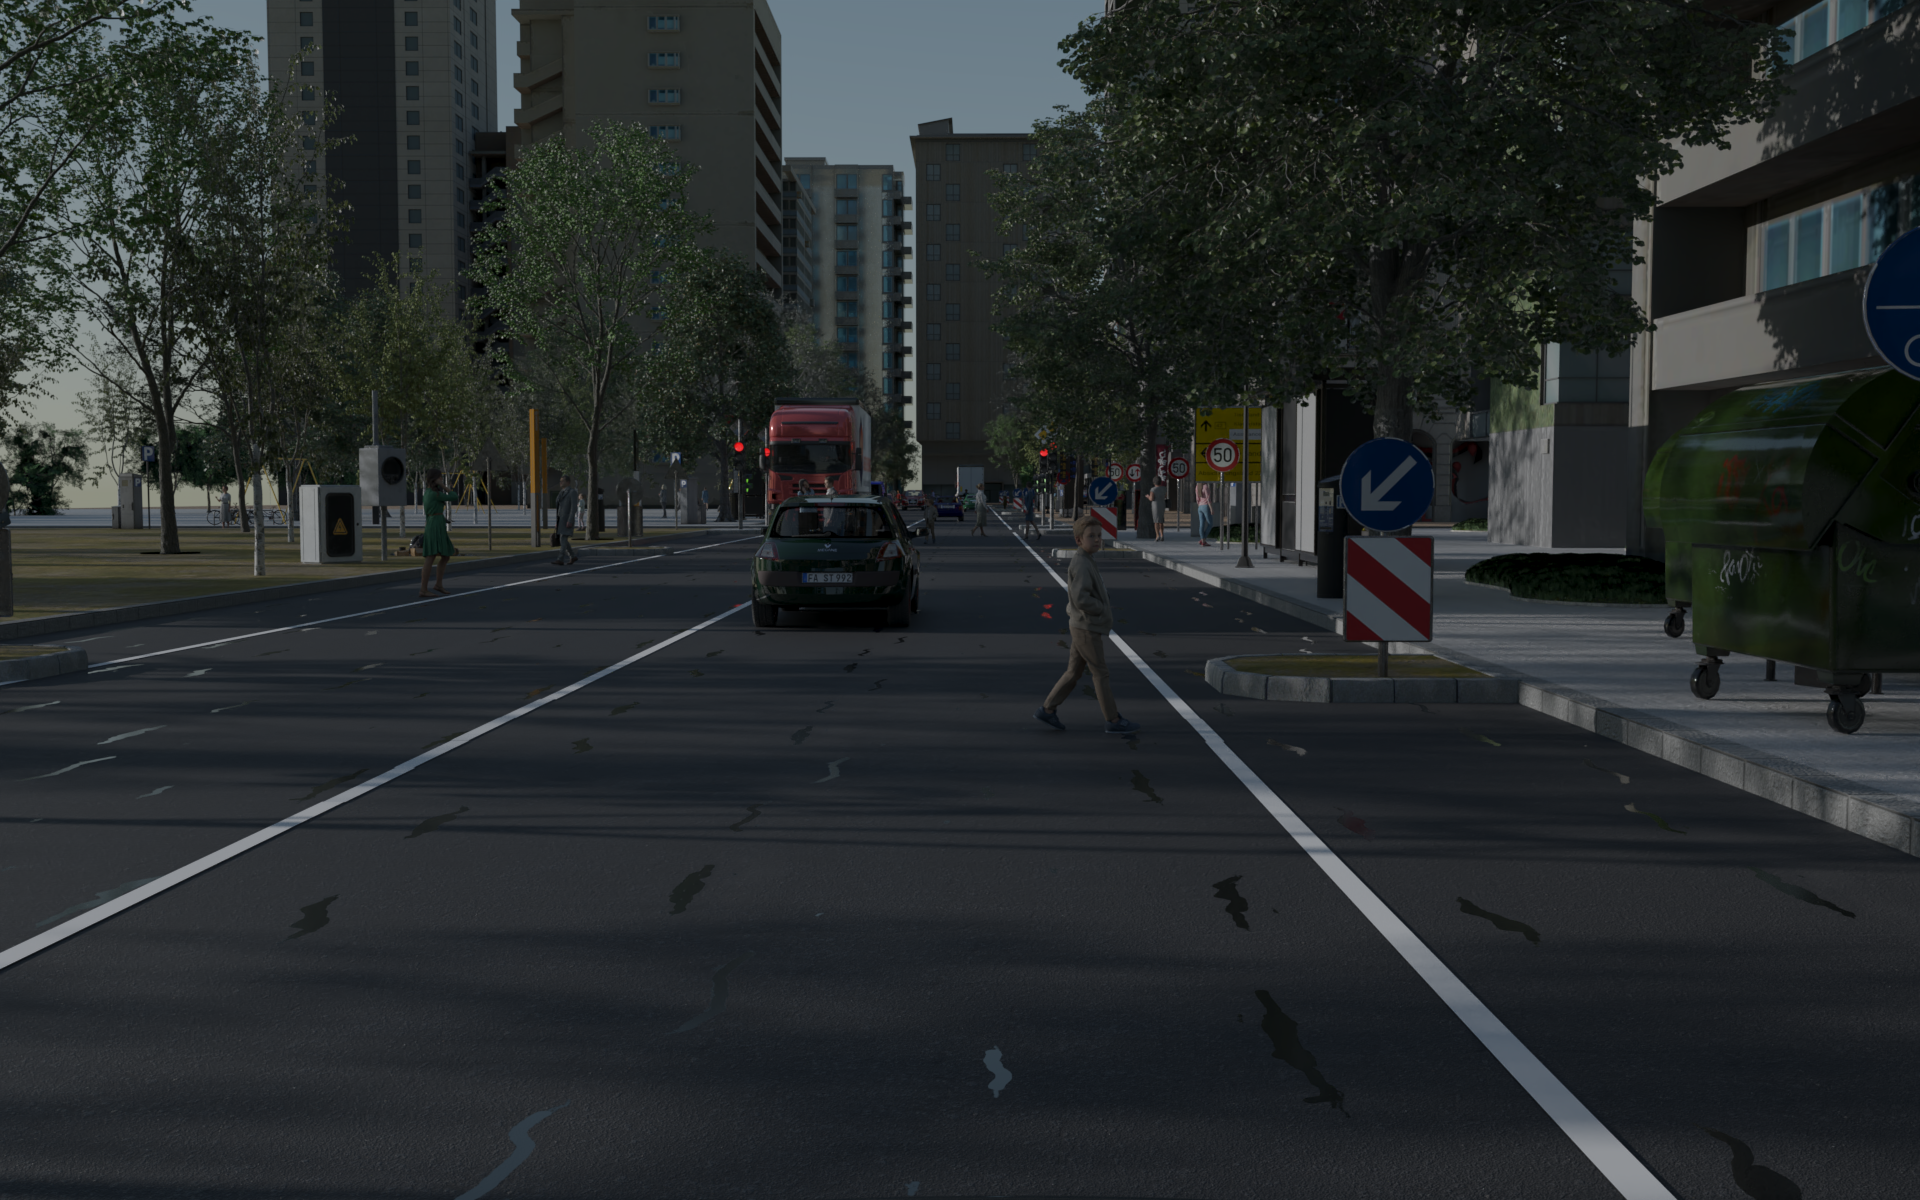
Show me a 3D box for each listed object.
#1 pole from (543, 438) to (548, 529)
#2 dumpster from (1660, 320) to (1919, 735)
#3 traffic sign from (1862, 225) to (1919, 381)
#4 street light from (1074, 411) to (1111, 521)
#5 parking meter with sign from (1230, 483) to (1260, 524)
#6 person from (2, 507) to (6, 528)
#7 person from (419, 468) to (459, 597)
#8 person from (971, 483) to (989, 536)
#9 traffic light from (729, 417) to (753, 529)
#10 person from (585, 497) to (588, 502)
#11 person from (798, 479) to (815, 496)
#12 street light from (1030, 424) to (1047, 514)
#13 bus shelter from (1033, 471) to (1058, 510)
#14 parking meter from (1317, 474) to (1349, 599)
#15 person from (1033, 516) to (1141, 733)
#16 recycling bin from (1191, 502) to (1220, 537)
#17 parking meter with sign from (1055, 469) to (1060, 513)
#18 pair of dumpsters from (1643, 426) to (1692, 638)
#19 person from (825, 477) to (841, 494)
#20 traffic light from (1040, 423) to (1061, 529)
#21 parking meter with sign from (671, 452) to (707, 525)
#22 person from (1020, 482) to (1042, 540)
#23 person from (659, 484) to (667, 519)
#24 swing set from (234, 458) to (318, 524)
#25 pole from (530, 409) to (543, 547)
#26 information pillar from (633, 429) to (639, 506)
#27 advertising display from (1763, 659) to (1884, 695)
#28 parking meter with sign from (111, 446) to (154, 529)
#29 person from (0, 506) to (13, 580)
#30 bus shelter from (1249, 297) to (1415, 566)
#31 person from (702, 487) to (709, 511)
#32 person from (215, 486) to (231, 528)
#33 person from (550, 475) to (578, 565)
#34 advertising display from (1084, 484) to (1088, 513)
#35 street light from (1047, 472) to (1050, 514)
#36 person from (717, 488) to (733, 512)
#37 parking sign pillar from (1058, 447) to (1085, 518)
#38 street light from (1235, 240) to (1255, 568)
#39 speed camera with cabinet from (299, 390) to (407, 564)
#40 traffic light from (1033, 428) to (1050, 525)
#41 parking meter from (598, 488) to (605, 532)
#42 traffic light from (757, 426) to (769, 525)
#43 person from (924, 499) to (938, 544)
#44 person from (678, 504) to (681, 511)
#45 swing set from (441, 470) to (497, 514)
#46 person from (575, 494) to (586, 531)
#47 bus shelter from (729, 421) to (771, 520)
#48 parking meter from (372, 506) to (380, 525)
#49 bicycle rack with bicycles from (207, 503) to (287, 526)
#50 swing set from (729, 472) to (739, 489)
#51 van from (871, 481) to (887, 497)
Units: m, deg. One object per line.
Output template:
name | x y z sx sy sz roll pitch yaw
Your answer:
pole | -15.135 -4.238 63.135 0.158 3.312 0.155 0 3 0
dumpster | 5.145 -0.457 9.962 1.502 2.255 1.985 0 4 1
traffic sign | 4.599 -0.491 8.130 0.768 2.556 0.104 0 4 8
street light | 4.837 -5.476 62.069 1.470 5.913 1.316 0 4 1
parking meter with sign | 10.232 -4.078 62.935 1.738 3.016 0.543 -2 4 -23
person | -37.301 -3.340 67.376 0.640 1.303 0.475 0 3 0
person | -7.372 -0.950 24.272 0.529 1.795 0.600 -3 5 -45
person | 0.651 -3.042 58.459 0.641 1.798 0.478 -1 4 -9
traffic light | -7.945 -4.517 62.777 0.839 4.253 0.868 0 4 1
person | -19.956 -5.370 94.192 0.721 1.781 0.623 2 4 25
person | -3.650 -1.999 41.444 0.793 1.790 0.793 0 4 5
street light | 5.228 -8.623 113.528 1.470 5.913 1.316 0 4 1
bus shelter | 7.098 -9.078 142.347 2.014 3.302 5.546 0 4 1
parking meter | 4.602 -0.792 21.366 0.372 1.533 0.369 0 3 0
person | 0.761 0.142 10.446 0.640 1.303 0.475 0 4 -5
recycling bin | 7.431 -2.430 52.290 0.722 1.027 0.722 2 4 34
parking meter with sign | 7.031 -7.640 121.171 0.543 3.016 1.738 1 4 14
pair of dumpsters | 6.889 -0.666 13.380 1.574 2.255 4.437 0 4 1
person | -2.954 -1.928 39.979 0.822 1.834 0.622 -2 4 -27
traffic light | 3.316 -4.511 62.682 0.839 4.253 0.868 0 4 1
parking meter with sign | -11.443 -4.710 73.270 0.543 3.016 1.738 2 4 32
person | 2.211 -2.780 53.972 0.654 1.822 0.581 2 4 23
person | -15.635 -5.185 91.001 0.526 1.800 0.537 2 4 25
swing set | -29.393 -4.760 75.450 2.862 2.851 3.119 1 4 21
pole | -10.226 -2.926 41.685 0.158 3.312 0.155 0 3 0
information pillar | -11.741 -4.373 62.855 0.183 3.616 0.504 0 4 2
advertising display | 5.728 -0.381 11.449 0.123 1.923 0.974 -1 4 -21
parking meter with sign | -30.321 -4.105 63.382 1.738 3.016 0.543 1 4 22
person | -13.689 -1.098 24.424 0.576 1.772 0.534 -1 4 -9
bus shelter | 6.818 -3.380 32.896 2.179 5.291 8.768 0 4 1
person | -19.726 -7.841 134.260 0.581 1.822 0.654 -1 4 -15
person | -28.309 -3.518 66.594 0.480 1.755 0.524 0 4 4
person | -8.004 -1.614 34.984 0.767 1.812 0.694 -3 5 -43
advertising display | 7.961 -6.700 114.753 0.974 1.923 0.123 1 4 12
street light | 4.969 -6.665 81.509 1.470 5.913 1.316 0 4 1
person | -16.447 -7.142 123.034 1.509 1.804 0.699 1 4 10
parking sign pillar | 6.136 -6.521 95.098 1.447 3.967 1.447 -2 4 -28
street light | 4.426 -3.517 30.052 1.470 5.913 1.316 0 4 1
speed camera with cabinet | -11.364 -2.333 32.473 0.660 3.252 2.038 2 4 31
traffic light | 3.395 -5.000 70.666 0.839 4.253 0.868 0 4 1
parking meter | -12.226 -3.075 58.679 0.372 1.533 0.369 0 3 0
traffic light | -7.866 -5.006 70.762 0.839 4.253 0.868 0 4 1
person | -0.844 -2.280 50.051 0.475 1.303 0.640 1 4 18
person | -20.013 -7.354 126.497 1.509 1.804 0.699 -1 4 -12
swing set | -32.332 -7.123 114.077 2.862 2.851 3.119 0 4 1
person | -13.185 -3.051 60.204 0.394 1.301 0.425 -1 4 -12
bus shelter | -10.724 -6.819 89.125 2.179 5.291 8.768 0 4 1
parking meter | -24.681 -4.124 73.138 0.255 1.863 0.399 -1 4 -10
bicycle rack with bicycles | -29.645 -3.552 71.461 2.925 0.926 2.852 0 4 0
swing set | -15.647 -7.843 125.845 2.862 2.851 3.119 1 4 18
van | -4.423 -4.630 80.089 2.240 2.365 5.245 0 4 0
